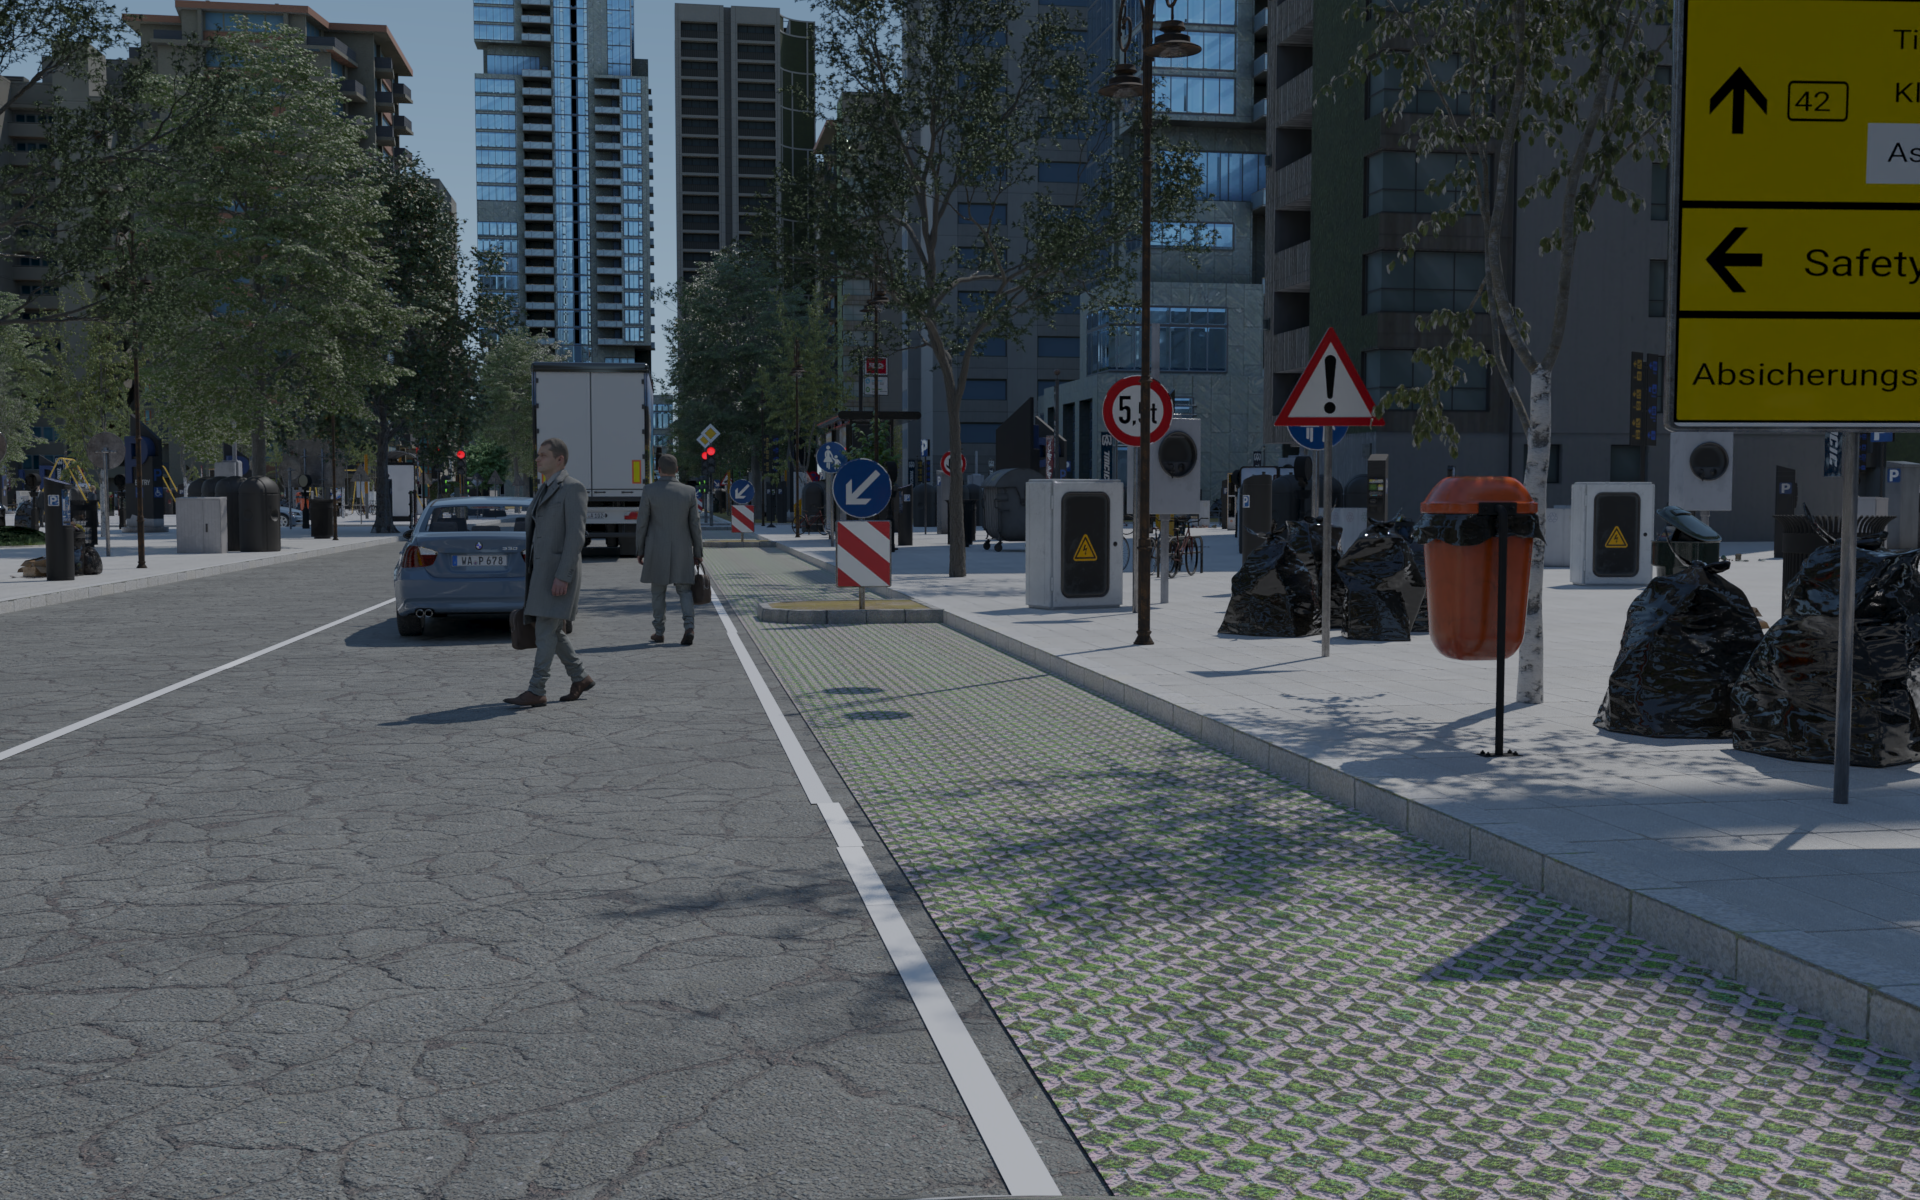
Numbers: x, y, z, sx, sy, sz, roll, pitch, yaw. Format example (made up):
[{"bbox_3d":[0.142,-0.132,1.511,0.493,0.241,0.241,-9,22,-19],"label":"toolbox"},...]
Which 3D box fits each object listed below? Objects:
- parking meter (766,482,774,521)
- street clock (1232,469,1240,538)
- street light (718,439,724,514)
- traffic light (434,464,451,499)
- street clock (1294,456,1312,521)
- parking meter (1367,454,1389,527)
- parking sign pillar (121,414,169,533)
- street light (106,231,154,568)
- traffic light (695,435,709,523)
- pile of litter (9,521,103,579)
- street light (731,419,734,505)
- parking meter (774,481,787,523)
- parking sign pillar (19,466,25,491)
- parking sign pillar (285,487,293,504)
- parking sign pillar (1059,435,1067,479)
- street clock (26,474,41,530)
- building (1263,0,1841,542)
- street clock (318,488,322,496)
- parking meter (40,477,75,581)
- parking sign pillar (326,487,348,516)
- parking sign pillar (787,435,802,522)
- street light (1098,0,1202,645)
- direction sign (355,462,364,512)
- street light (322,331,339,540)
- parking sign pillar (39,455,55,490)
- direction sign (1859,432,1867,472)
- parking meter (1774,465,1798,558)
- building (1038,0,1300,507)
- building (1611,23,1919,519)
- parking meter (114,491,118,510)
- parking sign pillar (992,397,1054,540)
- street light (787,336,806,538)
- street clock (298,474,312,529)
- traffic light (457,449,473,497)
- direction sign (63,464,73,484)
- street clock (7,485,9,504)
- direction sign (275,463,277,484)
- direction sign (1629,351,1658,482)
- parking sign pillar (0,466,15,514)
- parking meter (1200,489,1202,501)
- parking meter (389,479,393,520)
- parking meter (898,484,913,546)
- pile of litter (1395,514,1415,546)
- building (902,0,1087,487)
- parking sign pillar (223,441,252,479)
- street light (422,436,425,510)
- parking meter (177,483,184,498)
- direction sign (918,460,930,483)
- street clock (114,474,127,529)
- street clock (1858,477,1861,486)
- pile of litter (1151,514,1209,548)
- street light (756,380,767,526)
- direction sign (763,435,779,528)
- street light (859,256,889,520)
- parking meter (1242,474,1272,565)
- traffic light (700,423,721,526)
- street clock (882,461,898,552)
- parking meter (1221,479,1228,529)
[{"bbox_3d":[-8.859,-4.609,81.075,0.399,1.863,0.255,3,5,39],"label":"parking meter"},{"bbox_3d":[8.226,-2.836,50.943,0.471,2.002,0.358,-3,4,-36],"label":"street clock"},{"bbox_3d":[-15.673,-8.604,113.460,0.468,5.910,1.993,-1,4,-10],"label":"street light"},{"bbox_3d":[-20.195,-4.788,67.203,0.839,4.253,0.868,-1,4,-10],"label":"traffic light"},{"bbox_3d":[6.530,-1.739,32.998,0.358,2.002,0.471,2,4,29],"label":"street clock"},{"bbox_3d":[6.054,-1.188,25.132,0.255,1.863,0.399,1,4,21],"label":"parking meter"},{"bbox_3d":[-27.292,-4.247,57.911,1.447,3.967,1.447,2,4,24],"label":"parking sign pillar"},{"bbox_3d":[-14.152,-3.486,29.780,0.468,5.910,1.993,-1,4,-10],"label":"street light"},{"bbox_3d":[-11.313,-5.379,76.868,0.839,4.253,0.868,-1,4,-10],"label":"traffic light"},{"bbox_3d":[-14.176,-0.804,27.105,1.176,0.858,1.719,1,4,19],"label":"pile of litter"},{"bbox_3d":[-12.459,-7.461,94.775,0.468,5.910,1.993,-1,4,-10],"label":"street light"},{"bbox_3d":[-7.901,-4.347,76.780,0.399,1.863,0.255,2,4,35],"label":"parking meter"},{"bbox_3d":[-74.447,-9.101,137.278,1.447,3.967,1.447,-1,4,-19],"label":"parking sign pillar"},{"bbox_3d":[-45.949,-8.025,119.685,1.447,3.967,1.447,-1,4,-23],"label":"parking sign pillar"},{"bbox_3d":[3.029,-4.340,59.433,1.447,3.967,1.447,3,5,42],"label":"parking sign pillar"},{"bbox_3d":[-32.696,-3.462,61.168,0.471,2.002,0.358,1,4,14],"label":"street clock"},{"bbox_3d":[16.448,-17.128,51.744,14.160,30.474,14.107,-1,4,-10],"label":"building"},{"bbox_3d":[-48.679,-7.797,132.052,0.471,2.002,0.358,2,4,35],"label":"street clock"},{"bbox_3d":[-13.363,-1.057,25.690,0.372,1.533,0.369,0,3,0],"label":"parking meter"},{"bbox_3d":[-35.956,-6.790,99.489,1.447,3.967,1.447,-3,5,-44],"label":"parking sign pillar"},{"bbox_3d":[-7.683,-5.570,79.548,1.447,3.967,1.447,-1,4,-12],"label":"parking sign pillar"},{"bbox_3d":[1.569,-2.558,14.604,0.468,5.910,1.993,-1,4,-10],"label":"street light"},{"bbox_3d":[-42.315,-7.978,122.436,0.379,3.537,0.876,3,4,36],"label":"direction sign"},{"bbox_3d":[-17.314,-4.590,47.842,0.468,5.910,1.993,-1,4,-10],"label":"street light"},{"bbox_3d":[-62.083,-7.931,118.143,1.447,3.967,1.447,-1,4,-13],"label":"parking sign pillar"},{"bbox_3d":[32.046,-4.287,62.096,0.876,3.537,0.379,0,4,-4],"label":"direction sign"},{"bbox_3d":[16.600,-1.779,34.804,0.399,1.863,0.255,2,4,28],"label":"parking meter"},{"bbox_3d":[20.724,-48.430,104.499,31.000,86.520,22.319,-1,4,-10],"label":"building"},{"bbox_3d":[51.410,-20.574,108.088,14.107,30.474,14.160,-1,4,-10],"label":"building"},{"bbox_3d":[-68.662,-8.114,141.066,0.372,1.533,0.369,0,3,0],"label":"parking meter"},{"bbox_3d":[1.620,-3.686,48.733,1.447,3.967,1.447,3,5,43],"label":"parking sign pillar"},{"bbox_3d":[-4.787,-4.779,50.917,0.468,5.910,1.993,-1,4,-10],"label":"street light"},{"bbox_3d":[-24.185,-3.635,63.996,0.471,2.002,0.358,2,4,23],"label":"street clock"},{"bbox_3d":[-21.567,-5.269,75.070,0.839,4.253,0.868,-1,4,-10],"label":"traffic light"},{"bbox_3d":[-70.082,-8.832,136.400,0.379,3.537,0.876,0,4,4],"label":"direction sign"},{"bbox_3d":[-71.904,-7.702,130.501,0.358,2.002,0.471,1,4,22],"label":"street clock"},{"bbox_3d":[-49.582,-8.174,125.642,0.379,3.537,0.876,-2,4,-27],"label":"direction sign"},{"bbox_3d":[10.982,-2.194,27.871,0.876,3.537,0.379,-3,5,-43],"label":"direction sign"},{"bbox_3d":[-61.279,-7.471,110.625,1.447,3.967,1.447,-1,4,-15],"label":"parking sign pillar"},{"bbox_3d":[11.701,-4.685,85.012,0.372,1.533,0.369,0,3,0],"label":"parking meter"},{"bbox_3d":[-22.017,-3.726,66.632,0.255,1.863,0.399,0,4,2],"label":"parking meter"},{"bbox_3d":[-1.361,-2.119,43.055,0.372,1.533,0.369,0,3,0],"label":"parking meter"},{"bbox_3d":[9.739,-1.405,36.942,1.176,0.858,1.719,3,4,39],"label":"pile of litter"},{"bbox_3d":[6.053,-36.169,133.364,21.231,58.520,28.212,-1,4,-10],"label":"building"},{"bbox_3d":[-36.725,-6.092,88.084,1.447,3.967,1.447,3,5,43],"label":"parking sign pillar"},{"bbox_3d":[-20.639,-5.735,66.558,0.468,5.910,1.993,-1,4,-10],"label":"street light"},{"bbox_3d":[-41.206,-5.256,91.652,0.399,1.863,0.255,-2,4,-26],"label":"parking meter"},{"bbox_3d":[-2.403,-7.521,114.970,0.876,3.537,0.379,0,4,5],"label":"direction sign"},{"bbox_3d":[-30.492,-3.575,63.021,0.471,2.002,0.358,0,4,3],"label":"street clock"},{"bbox_3d":[33.172,-3.659,64.390,0.471,2.002,0.358,0,4,6],"label":"street clock"},{"bbox_3d":[5.207,-1.717,42.035,1.176,0.858,1.719,-3,5,-40],"label":"pile of litter"},{"bbox_3d":[-7.857,-5.884,68.995,0.468,5.910,1.993,-1,4,-10],"label":"street light"},{"bbox_3d":[-7.231,-4.543,66.276,0.379,3.537,0.876,3,4,36],"label":"direction sign"},{"bbox_3d":[-1.587,-3.674,32.861,0.468,5.910,1.993,-1,4,-10],"label":"street light"},{"bbox_3d":[3.854,-0.860,22.478,0.372,1.533,0.369,0,3,0],"label":"parking meter"},{"bbox_3d":[-9.941,-4.898,69.001,0.839,4.253,0.868,-1,4,-10],"label":"traffic light"},{"bbox_3d":[-1.548,-2.053,38.142,0.358,2.002,0.471,-1,4,-20],"label":"street clock"},{"bbox_3d":[9.744,-3.520,63.262,0.399,1.863,0.255,1,4,23],"label":"parking meter"}]
